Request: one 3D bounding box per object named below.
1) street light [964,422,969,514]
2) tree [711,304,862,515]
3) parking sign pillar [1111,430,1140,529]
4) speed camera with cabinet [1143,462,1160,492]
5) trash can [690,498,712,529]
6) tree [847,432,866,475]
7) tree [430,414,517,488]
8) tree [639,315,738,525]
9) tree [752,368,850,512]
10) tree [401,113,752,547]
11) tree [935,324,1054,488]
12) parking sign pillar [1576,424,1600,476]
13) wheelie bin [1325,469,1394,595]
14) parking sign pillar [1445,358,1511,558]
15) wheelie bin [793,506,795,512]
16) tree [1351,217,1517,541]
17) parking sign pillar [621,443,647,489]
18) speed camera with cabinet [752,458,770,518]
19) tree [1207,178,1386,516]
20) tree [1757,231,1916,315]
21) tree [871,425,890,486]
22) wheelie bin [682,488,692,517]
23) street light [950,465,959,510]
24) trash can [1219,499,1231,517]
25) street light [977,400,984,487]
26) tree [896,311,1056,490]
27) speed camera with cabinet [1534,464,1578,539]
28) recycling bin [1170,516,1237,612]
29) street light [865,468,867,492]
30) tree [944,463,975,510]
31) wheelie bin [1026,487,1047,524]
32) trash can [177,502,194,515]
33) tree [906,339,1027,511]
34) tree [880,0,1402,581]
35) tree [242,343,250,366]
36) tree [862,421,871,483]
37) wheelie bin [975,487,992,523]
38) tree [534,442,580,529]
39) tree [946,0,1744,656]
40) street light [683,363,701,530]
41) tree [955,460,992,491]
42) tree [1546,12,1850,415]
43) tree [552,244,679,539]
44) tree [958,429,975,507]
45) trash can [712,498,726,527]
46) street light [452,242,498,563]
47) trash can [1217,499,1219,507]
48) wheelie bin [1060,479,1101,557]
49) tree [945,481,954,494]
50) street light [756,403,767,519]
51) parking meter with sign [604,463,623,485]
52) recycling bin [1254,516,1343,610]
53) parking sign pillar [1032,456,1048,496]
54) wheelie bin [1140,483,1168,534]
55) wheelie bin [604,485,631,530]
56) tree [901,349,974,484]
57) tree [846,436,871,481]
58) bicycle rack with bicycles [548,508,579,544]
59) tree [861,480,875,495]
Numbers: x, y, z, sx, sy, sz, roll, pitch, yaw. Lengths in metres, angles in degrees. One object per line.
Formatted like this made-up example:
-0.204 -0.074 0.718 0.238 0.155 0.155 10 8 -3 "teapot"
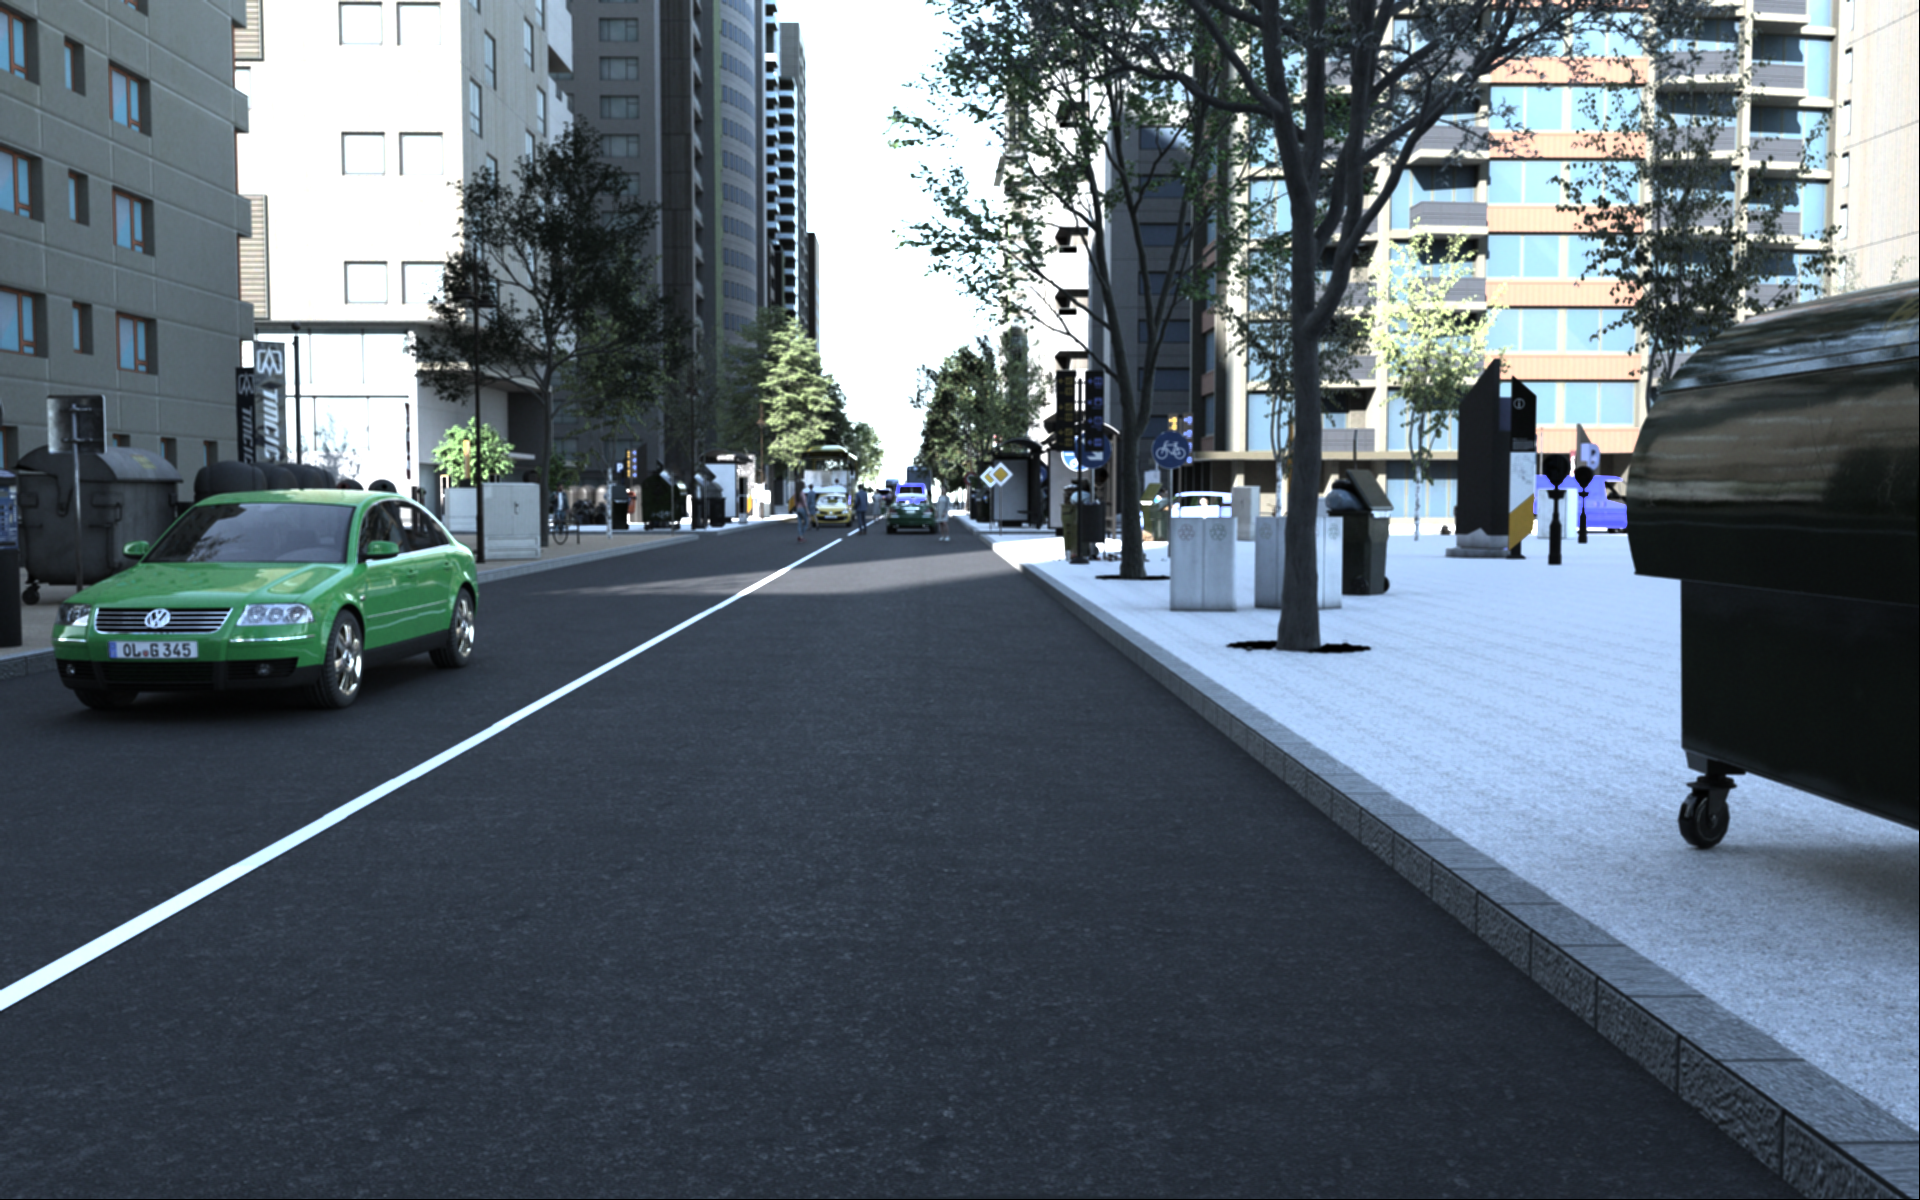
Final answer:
0.466 -8.350 109.307 0.468 5.910 1.993 0 4 -1 "street light"
-10.933 -11.367 103.975 7.486 12.596 7.792 0 3 0 "tree"
5.857 -4.630 64.181 1.447 3.967 1.447 1 4 20 "parking sign pillar"
7.423 -4.445 67.011 0.660 3.252 2.038 0 4 8 "speed camera with cabinet"
-9.662 -3.216 64.227 0.748 1.137 0.748 0 3 0 "trash can"
-12.938 -15.595 205.345 4.360 8.622 3.978 0 3 0 "tree"
-19.971 -5.348 71.159 4.285 4.588 4.351 0 3 0 "tree"
-10.862 -7.342 70.406 4.360 8.622 3.978 0 3 0 "tree"
-11.631 -11.442 121.481 8.767 10.594 7.601 -3 4 -36 "tree"
-9.824 -6.574 41.900 7.601 10.594 8.767 -1 4 -19 "tree"
2.038 -7.611 74.810 4.737 8.622 4.395 0 3 0 "tree"
24.173 -4.783 66.675 1.447 3.967 1.447 3 5 43 "parking sign pillar"
5.091 -0.875 22.212 0.693 1.594 0.980 3 5 40 "wheelie bin"
10.634 -2.856 35.172 1.447 3.967 1.447 -1 4 -15 "parking sign pillar"
-11.857 -7.275 126.857 0.980 1.594 0.693 -1 4 -12 "wheelie bin"
12.731 -5.915 47.075 4.737 8.622 4.395 0 3 0 "tree"
-17.048 -6.249 90.640 1.447 3.967 1.447 -2 4 -35 "parking sign pillar"
-10.854 -6.124 94.458 0.660 3.252 2.038 -1 4 -20 "speed camera with cabinet"
7.883 -5.562 41.302 4.360 8.622 3.978 0 3 0 "tree"
26.417 -6.145 50.830 4.360 8.622 3.978 0 3 0 "tree"
-14.369 -21.262 265.758 7.486 12.596 7.792 0 3 0 "tree"
-14.928 -5.341 95.240 0.980 1.594 0.693 2 4 27 "wheelie bin"
-0.544 -11.361 158.539 0.468 5.910 1.993 0 4 -1 "street light"
15.015 -5.157 95.972 0.748 1.137 0.748 0 3 0 "trash can"
1.047 -6.740 82.992 0.468 5.910 1.993 0 4 -1 "street light"
0.946 -9.444 88.830 8.767 10.594 7.601 -1 4 -11 "tree"
16.739 -3.396 49.862 0.660 3.252 2.038 -3 4 -38 "speed camera with cabinet"
2.713 -0.410 19.266 0.722 1.027 0.722 1 4 9 "recycling bin"
-13.416 -16.819 247.785 0.468 5.910 1.993 0 4 -1 "street light"
0.259 -9.537 139.649 4.285 4.588 4.351 0 3 0 "tree"
3.227 -4.046 74.065 0.980 1.594 0.693 0 4 -7 "wheelie bin"
-14.254 -1.263 32.299 0.748 1.137 0.748 0 3 0 "trash can"
0.745 -12.913 128.129 9.611 12.733 9.660 0 3 0 "tree"
2.664 -6.128 25.948 9.928 11.665 9.643 0 3 0 "tree"
-29.635 -7.205 68.160 4.737 8.622 4.395 0 3 0 "tree"
-11.693 -13.080 131.992 7.486 12.596 7.792 0 3 0 "tree"
1.115 -4.276 77.817 0.693 1.594 0.980 -2 4 -25 "wheelie bin"
-14.921 -4.261 64.262 1.663 3.219 1.824 0 3 0 "tree"
2.904 -6.325 13.785 12.009 13.543 11.850 0 3 0 "tree"
-9.482 -5.420 61.398 0.468 5.910 1.993 0 4 -1 "street light"
1.099 -6.233 96.507 1.663 3.219 1.824 0 3 0 "tree"
11.072 -4.659 26.545 4.360 8.622 3.978 0 3 0 "tree"
-10.101 -6.087 49.891 4.737 8.622 4.395 0 3 0 "tree"
0.499 -13.367 168.909 4.360 8.622 3.978 0 3 0 "tree"
-9.413 -3.392 67.108 0.748 1.137 0.748 0 3 0 "trash can"
-8.914 -3.622 32.006 0.468 5.910 1.993 0 4 -1 "street light"
15.516 -5.884 107.850 0.748 1.137 0.748 0 3 0 "trash can"
2.469 -1.692 35.567 0.693 1.594 0.980 -2 4 -26 "wheelie bin"
-1.094 -11.418 181.282 1.663 3.219 1.824 0 3 0 "tree"
-10.024 -7.026 87.667 0.468 5.910 1.993 0 4 -1 "street light"
-19.608 -6.177 97.261 1.738 3.016 0.543 3 5 42 "parking meter with sign"
3.810 -0.425 19.496 0.722 1.027 0.722 -3 5 -39 "recycling bin"
5.300 -7.596 112.663 1.447 3.967 1.447 -3 5 -41 "parking sign pillar"
5.603 -2.560 49.766 0.693 1.594 0.980 -2 4 -29 "wheelie bin"
-12.287 -3.305 61.948 0.980 1.594 0.693 -2 4 -35 "wheelie bin"
-0.506 -22.444 222.846 12.611 20.169 13.585 0 3 0 "tree"
-13.153 -16.065 213.029 4.737 8.622 4.395 0 3 0 "tree"
-11.048 -1.859 43.777 2.852 0.926 2.925 1 4 14 "bicycle rack with bicycles"
-14.936 -17.794 285.528 1.663 3.219 1.824 0 3 0 "tree"
